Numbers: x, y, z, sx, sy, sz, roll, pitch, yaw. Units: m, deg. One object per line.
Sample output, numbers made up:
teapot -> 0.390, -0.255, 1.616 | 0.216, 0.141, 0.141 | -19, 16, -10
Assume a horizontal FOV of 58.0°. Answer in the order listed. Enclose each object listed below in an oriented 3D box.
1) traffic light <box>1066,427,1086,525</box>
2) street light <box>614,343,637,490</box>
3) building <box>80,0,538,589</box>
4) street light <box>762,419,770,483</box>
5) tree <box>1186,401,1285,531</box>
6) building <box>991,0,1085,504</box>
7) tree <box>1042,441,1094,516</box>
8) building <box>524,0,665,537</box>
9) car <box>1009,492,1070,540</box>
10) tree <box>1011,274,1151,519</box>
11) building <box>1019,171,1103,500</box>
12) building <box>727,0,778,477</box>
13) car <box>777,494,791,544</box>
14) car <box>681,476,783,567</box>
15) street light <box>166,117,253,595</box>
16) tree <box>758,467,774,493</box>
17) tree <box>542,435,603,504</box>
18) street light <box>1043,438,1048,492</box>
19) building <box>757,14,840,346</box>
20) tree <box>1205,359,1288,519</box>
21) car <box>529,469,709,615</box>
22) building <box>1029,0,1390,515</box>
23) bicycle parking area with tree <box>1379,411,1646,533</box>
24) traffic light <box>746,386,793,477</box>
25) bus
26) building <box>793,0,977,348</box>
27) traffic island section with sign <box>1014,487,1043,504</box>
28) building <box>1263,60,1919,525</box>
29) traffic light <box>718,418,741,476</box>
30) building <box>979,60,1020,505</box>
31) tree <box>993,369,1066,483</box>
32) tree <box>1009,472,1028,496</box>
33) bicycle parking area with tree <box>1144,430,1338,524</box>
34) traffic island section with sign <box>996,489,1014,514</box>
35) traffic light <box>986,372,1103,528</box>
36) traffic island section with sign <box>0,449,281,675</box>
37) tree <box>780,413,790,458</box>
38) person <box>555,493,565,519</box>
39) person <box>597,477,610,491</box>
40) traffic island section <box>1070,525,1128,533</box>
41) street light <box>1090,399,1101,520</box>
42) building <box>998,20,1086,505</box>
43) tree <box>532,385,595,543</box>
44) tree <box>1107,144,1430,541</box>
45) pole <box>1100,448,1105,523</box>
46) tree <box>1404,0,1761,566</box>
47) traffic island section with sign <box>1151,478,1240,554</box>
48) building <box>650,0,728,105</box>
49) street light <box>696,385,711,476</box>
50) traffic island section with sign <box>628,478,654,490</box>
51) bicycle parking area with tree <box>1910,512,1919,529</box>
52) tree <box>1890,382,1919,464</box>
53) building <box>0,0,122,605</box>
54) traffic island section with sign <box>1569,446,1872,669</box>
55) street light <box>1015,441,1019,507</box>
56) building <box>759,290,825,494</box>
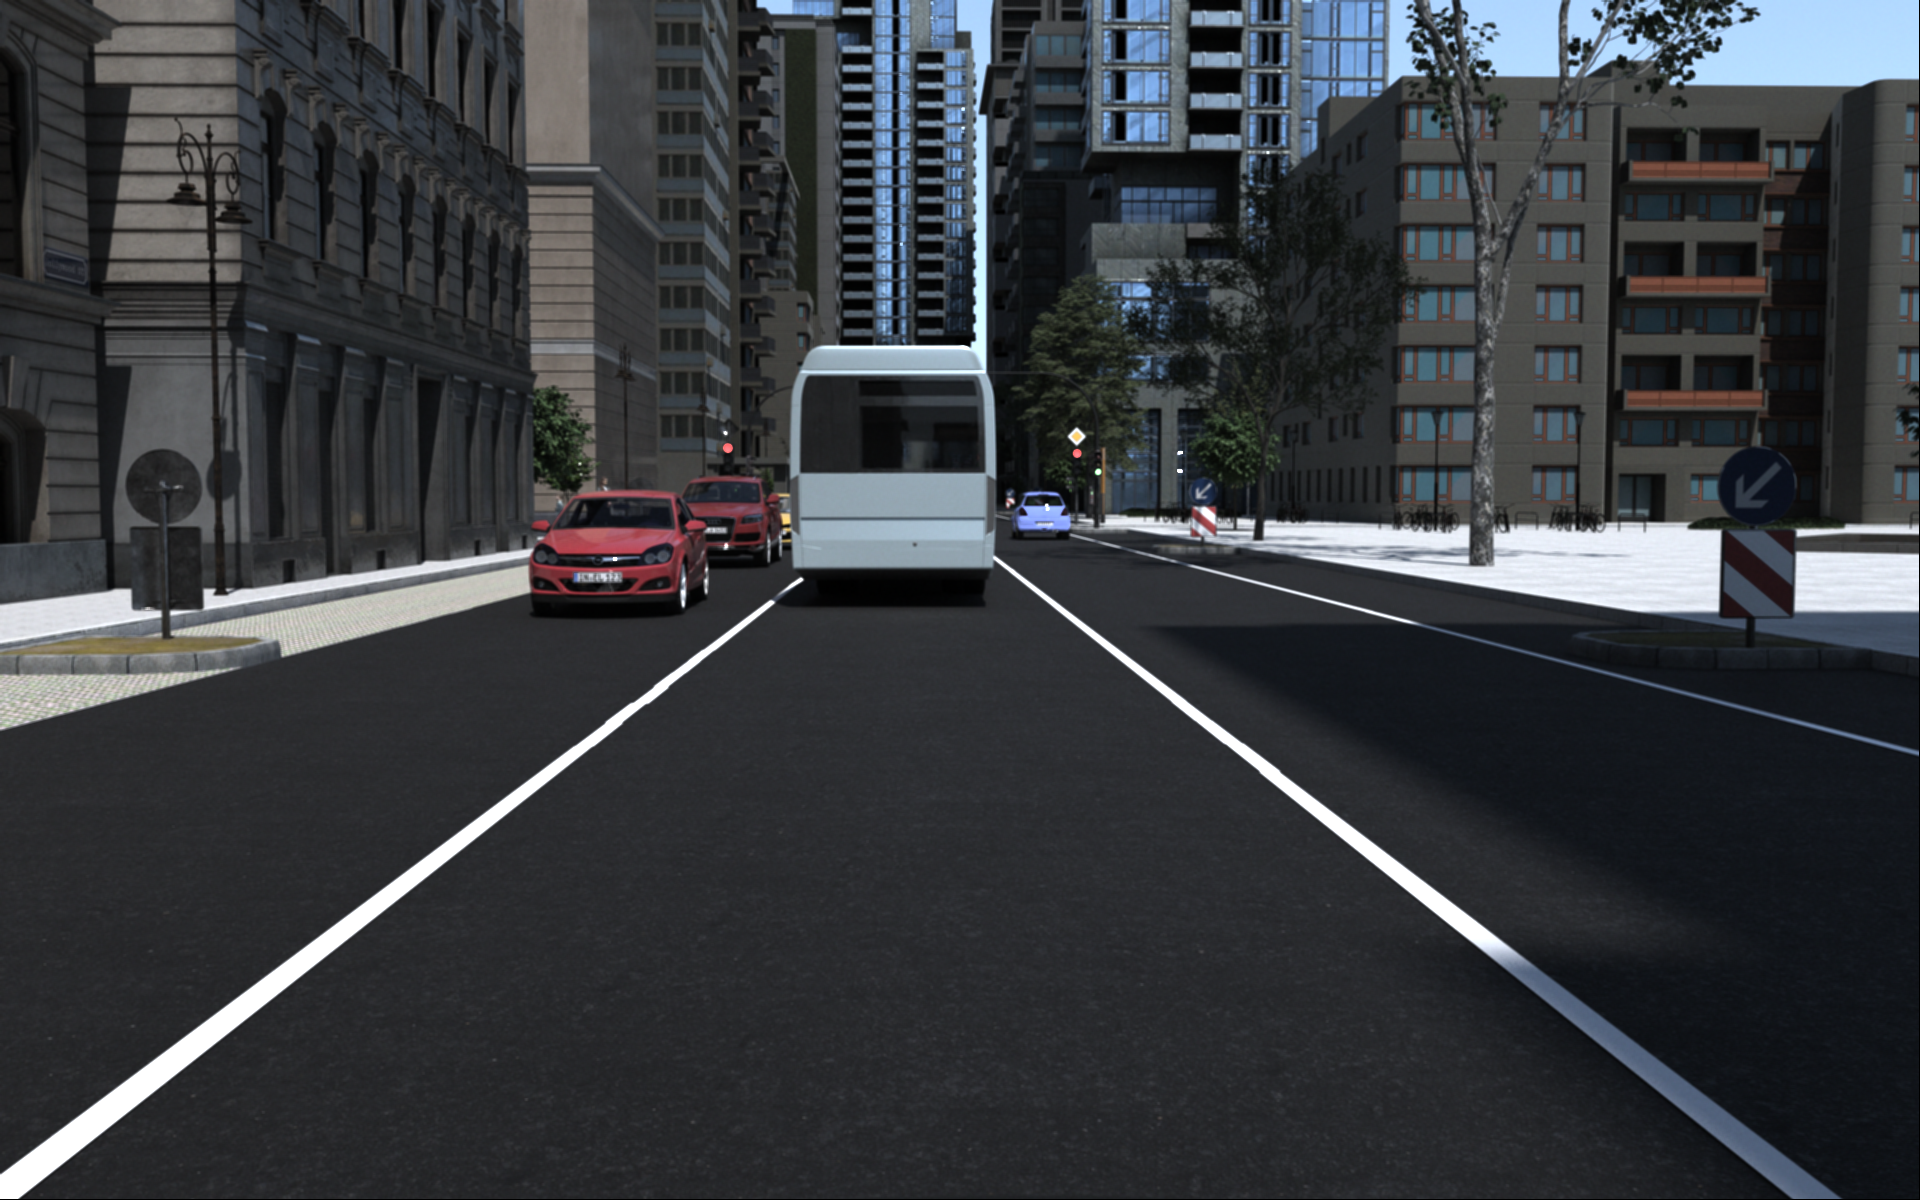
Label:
traffic light -> 4.871, -5.125, 72.710 | 0.839, 4.253, 0.868 | 0, 4, -2
street light -> -10.253, -4.917, 53.174 | 0.468, 5.910, 1.993 | 0, 4, -2
building -> -14.508, -11.160, 31.615 | 9.793, 20.994, 18.267 | 0, 4, -2
street light -> -11.710, -8.065, 104.655 | 0.468, 5.910, 1.993 | 0, 4, -2
tree -> 9.686, -4.730, 61.056 | 4.285, 4.588, 4.351 | 0, 3, 0
building -> 14.863, -49.104, 241.100 | 20.611, 71.187, 20.563 | 0, 4, -2
tree -> 6.615, -7.183, 101.159 | 4.285, 4.588, 4.351 | 0, 3, 0
building -> -20.666, -16.579, 56.970 | 20.117, 28.700, 13.634 | 0, 4, -2
car -> 2.560, -2.803, 55.414 | 1.945, 1.707, 3.694 | 0, 4, -2
tree -> 6.357, -10.500, 89.796 | 7.486, 12.596, 7.792 | 0, 3, 0
building -> 12.278, -23.598, 157.521 | 14.160, 30.474, 14.107 | 0, 4, -2
building -> -24.788, -28.684, 123.605 | 22.147, 44.769, 28.867 | 0, 4, -2
car -> -4.747, -2.184, 45.935 | 2.015, 1.641, 3.980 | 0, 4, -2
car -> -4.791, -1.643, 35.539 | 2.281, 1.827, 5.304 | 0, 4, -2
street light -> -9.381, -2.998, 21.807 | 0.468, 5.910, 1.993 | 0, 4, -2
tree -> -12.113, -7.013, 109.263 | 1.663, 3.219, 1.824 | 0, 3, 0
tree -> -11.012, -3.286, 48.327 | 1.663, 3.219, 1.824 | 0, 3, 0
street light -> 5.730, -8.763, 116.064 | 0.468, 5.910, 1.993 | 0, 4, -2
building -> -29.003, -40.988, 212.145 | 28.212, 58.520, 21.231 | 0, 4, -2
tree -> 14.796, -8.547, 90.112 | 4.737, 8.622, 4.395 | 0, 3, 0
car -> -4.238, -0.788, 21.917 | 2.155, 1.783, 4.494 | 0, 4, -3
building -> 17.017, -49.312, 118.928 | 22.319, 86.520, 31.000 | 0, 4, -2
bicycle parking area with tree -> 19.158, -4.506, 60.672 | 8.231, 4.147, 9.016 | 0, 4, 7
traffic light -> -6.696, -5.978, 72.413 | 4.771, 5.953, 1.251 | 0, 4, -2
bus -> -0.863, -2.034, 28.123 | 2.948, 3.499, 13.247 | 0, 4, 0
building -> -10.929, -56.706, 239.815 | 31.000, 86.520, 22.319 | 0, 4, -2
traffic island section with sign -> 4.230, -5.453, 97.778 | 1.989, 1.847, 2.006 | 0, 4, -2
building -> 32.305, -14.743, 86.087 | 28.899, 21.520, 27.650 | 0, 4, -2
traffic light -> -8.565, -4.613, 64.339 | 0.839, 4.253, 0.868 | 0, 4, -2
building -> 17.106, -37.929, 209.376 | 28.713, 52.752, 27.495 | 0, 4, -2
tree -> 5.663, -13.151, 140.779 | 9.928, 11.665, 9.643 | 0, 3, 0
tree -> 5.132, -9.496, 149.858 | 1.663, 3.219, 1.824 | 0, 3, 0
bicycle parking area with tree -> 12.567, -5.578, 78.198 | 8.231, 4.147, 9.016 | 0, 4, 3
traffic island section with sign -> 3.480, -7.111, 124.885 | 1.989, 1.847, 2.006 | 0, 4, -2
traffic light -> 3.002, -5.496, 64.530 | 4.771, 5.953, 1.251 | 0, 4, -2
traffic island section with sign -> -6.904, -0.364, 14.579 | 1.989, 1.847, 2.006 | 0, 4, -2
tree -> -12.977, -11.886, 144.698 | 4.360, 8.622, 3.978 | 0, 3, 0
person -> -11.538, -2.412, 49.765 | 0.394, 1.301, 0.425 | -1, 4, -18
person -> -10.317, -2.723, 50.838 | 0.573, 1.790, 0.520 | 2, 4, 26
traffic island section -> 5.131, -2.603, 64.843 | 2.009, 0.180, 2.903 | 0, 4, -2
street light -> 6.583, -6.834, 84.523 | 0.468, 5.910, 1.993 | 0, 4, -2
building -> 16.253, -34.270, 179.924 | 23.786, 49.044, 30.456 | 0, 4, -2
tree -> -11.072, -3.705, 44.291 | 4.285, 4.588, 4.351 | 0, 3, 0
tree -> 8.175, -6.895, 47.144 | 8.767, 10.594, 7.601 | 0, 4, 6
pole -> 6.272, -5.031, 76.104 | 0.158, 3.312, 0.155 | 0, 3, 0
tree -> 9.881, -10.586, 28.972 | 12.611, 20.169, 13.585 | 0, 3, 0
traffic island section with sign -> 5.748, -2.077, 42.580 | 1.989, 1.847, 2.006 | 0, 4, -2
building -> -24.351, -24.060, 85.255 | 32.217, 40.220, 23.993 | 0, 4, -2
street light -> -10.892, -6.169, 73.653 | 0.468, 5.910, 1.993 | 0, 4, -2
traffic island section with sign -> -7.655, -2.012, 41.523 | 1.989, 1.847, 2.006 | 0, 4, -2
bicycle parking area with tree -> 38.512, -4.511, 60.761 | 8.231, 4.147, 9.016 | 1, 4, 14
tree -> 9.297, -1.287, 15.644 | 1.663, 3.219, 1.824 | 0, 3, 0
building -> -15.890, -11.369, 4.962 | 14.460, 24.649, 34.723 | 0, 4, -2
traffic island section with sign -> 6.491, -0.399, 15.159 | 1.989, 1.847, 2.006 | 0, 4, -2
street light -> 4.807, -10.681, 147.425 | 0.468, 5.910, 1.993 | 0, 4, -2
building -> -27.145, -19.362, 161.605 | 27.650, 21.520, 28.899 | 0, 4, -2
